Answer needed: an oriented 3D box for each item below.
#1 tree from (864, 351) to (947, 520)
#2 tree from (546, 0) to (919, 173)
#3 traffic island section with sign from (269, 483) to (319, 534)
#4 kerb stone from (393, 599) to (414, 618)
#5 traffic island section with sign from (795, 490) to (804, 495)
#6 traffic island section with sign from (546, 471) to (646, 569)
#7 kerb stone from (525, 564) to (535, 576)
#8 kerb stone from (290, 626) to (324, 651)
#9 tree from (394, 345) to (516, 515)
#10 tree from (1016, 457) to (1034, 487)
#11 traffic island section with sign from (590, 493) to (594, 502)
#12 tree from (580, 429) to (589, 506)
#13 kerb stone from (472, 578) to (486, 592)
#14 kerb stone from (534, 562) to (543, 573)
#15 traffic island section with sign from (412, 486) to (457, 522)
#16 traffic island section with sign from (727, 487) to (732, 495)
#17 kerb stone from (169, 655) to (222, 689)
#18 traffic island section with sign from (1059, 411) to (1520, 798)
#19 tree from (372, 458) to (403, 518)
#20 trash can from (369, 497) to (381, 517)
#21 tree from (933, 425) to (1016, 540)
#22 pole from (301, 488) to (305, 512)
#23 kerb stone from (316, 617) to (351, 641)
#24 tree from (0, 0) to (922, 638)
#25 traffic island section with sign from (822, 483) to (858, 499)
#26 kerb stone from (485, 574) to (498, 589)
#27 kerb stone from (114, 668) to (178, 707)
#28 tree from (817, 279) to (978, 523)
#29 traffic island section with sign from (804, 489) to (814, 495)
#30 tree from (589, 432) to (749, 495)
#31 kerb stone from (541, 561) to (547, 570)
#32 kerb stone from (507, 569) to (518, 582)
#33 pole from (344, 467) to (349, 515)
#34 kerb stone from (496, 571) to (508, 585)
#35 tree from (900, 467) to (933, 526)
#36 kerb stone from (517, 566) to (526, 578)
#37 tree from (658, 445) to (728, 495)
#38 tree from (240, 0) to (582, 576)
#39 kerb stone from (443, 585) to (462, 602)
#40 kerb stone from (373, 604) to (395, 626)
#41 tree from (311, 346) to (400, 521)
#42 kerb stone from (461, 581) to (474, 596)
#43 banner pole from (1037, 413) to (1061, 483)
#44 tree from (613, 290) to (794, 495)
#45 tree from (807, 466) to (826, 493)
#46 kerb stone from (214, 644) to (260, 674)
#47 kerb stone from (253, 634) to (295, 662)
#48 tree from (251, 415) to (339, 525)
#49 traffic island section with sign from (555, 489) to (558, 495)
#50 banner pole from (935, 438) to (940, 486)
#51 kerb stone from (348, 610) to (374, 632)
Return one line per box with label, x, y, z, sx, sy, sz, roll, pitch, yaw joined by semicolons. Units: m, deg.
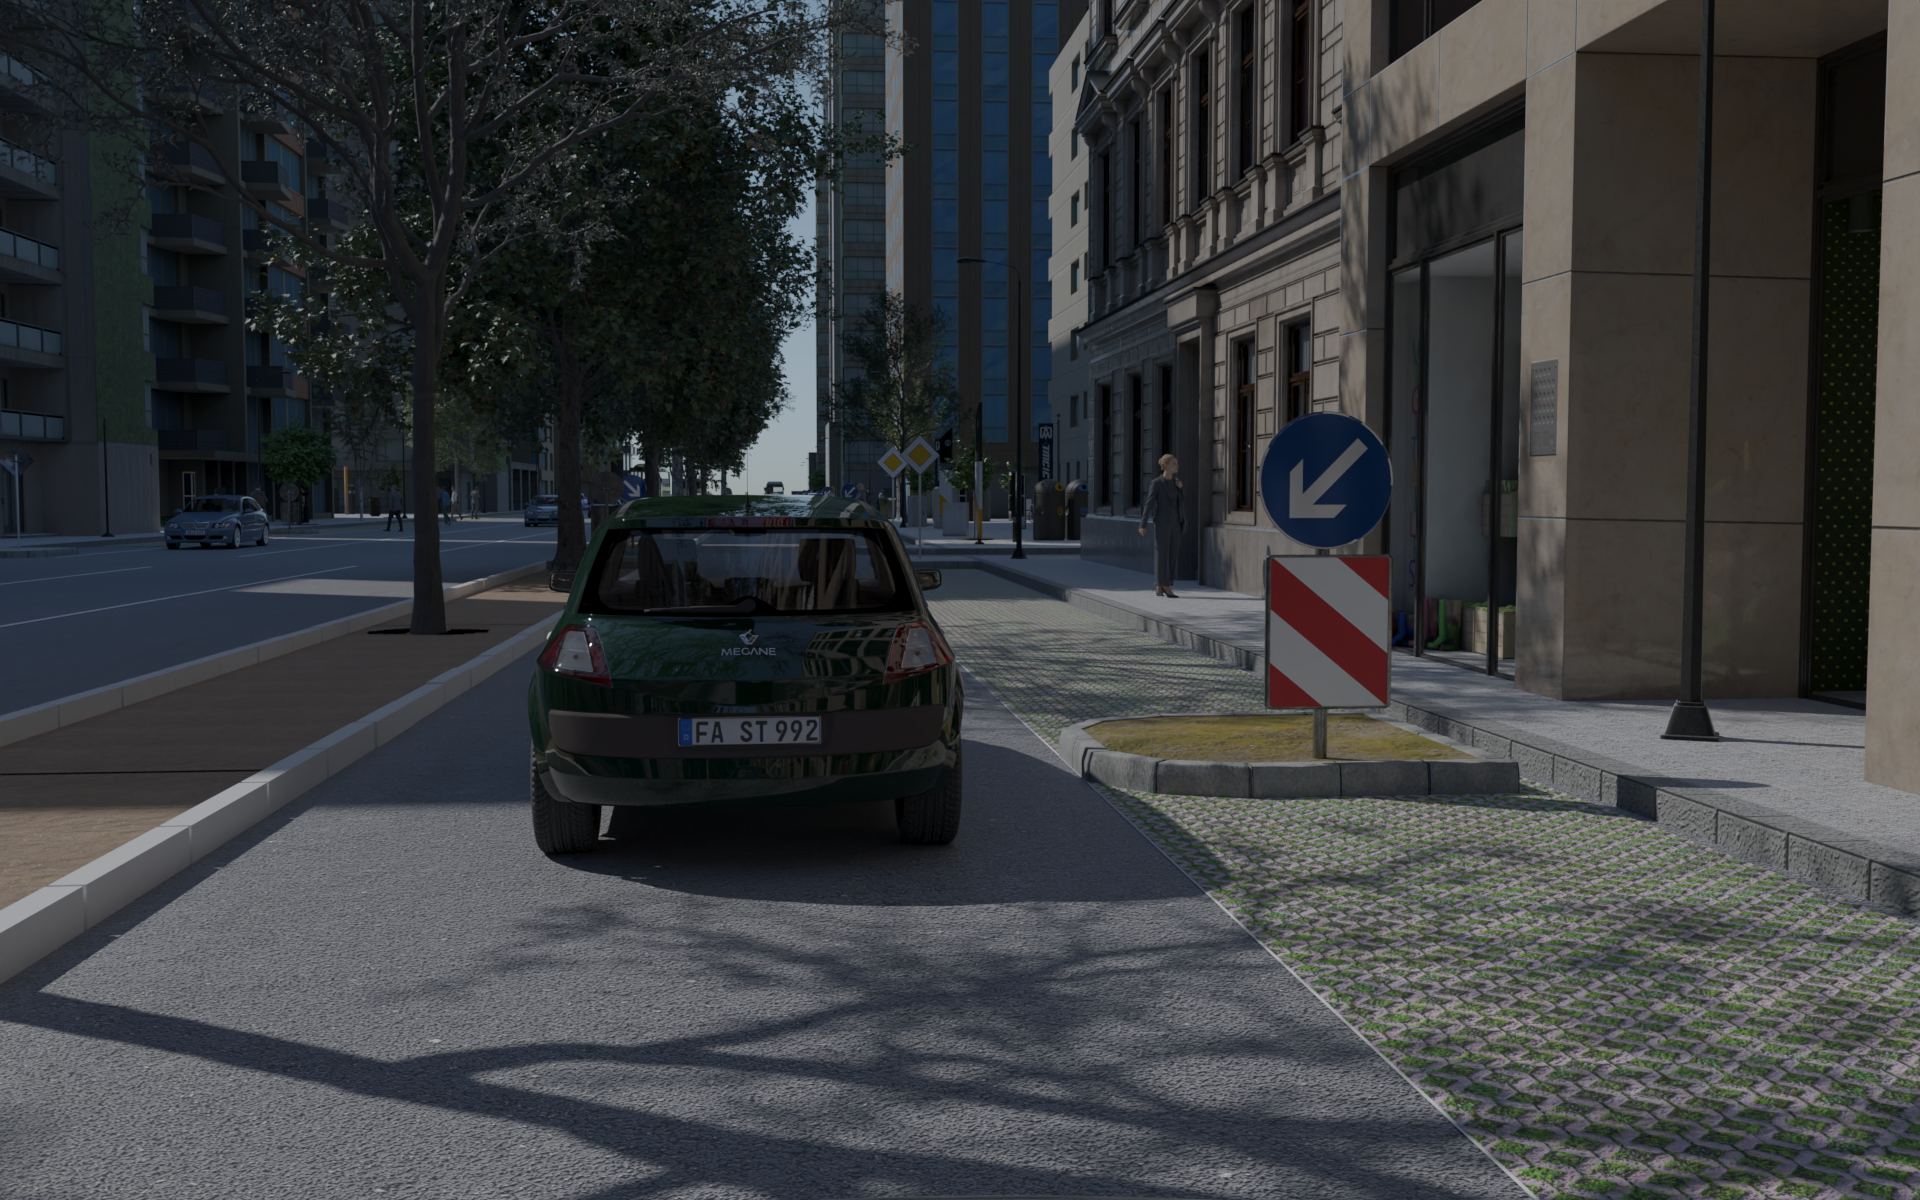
tree;-2.843;-8.242;85.114;4.737;8.622;4.395;0;3;0
tree;-7.994;-12.074;55.763;12.611;20.169;13.585;0;3;0
traffic island section with sign;-24.149;-3.271;62.112;1.989;1.847;2.006;0;4;-6
kerb stone;-6.572;0.121;20.225;0.120;0.150;1.000;0;4;-6
traffic island section with sign;-12.382;-8.131;141.563;1.989;1.847;2.006;0;4;-6
traffic island section with sign;-6.971;-1.573;33.860;2.006;1.907;1.989;0;4;-6
kerb stone;-7.649;-0.504;30.443;0.120;0.150;1.000;0;4;-6
kerb stone;-6.145;0.376;16.142;0.120;0.150;1.000;0;4;-6
tree;-31.592;-11.568;107.257;7.486;12.596;7.792;0;3;0
tree;2.812;-5.682;87.500;1.663;3.219;1.824;0;3;0
traffic island section with sign;-35.126;-9.646;166.336;1.989;1.847;2.006;0;4;-6
tree;-40.742;-16.251;191.456;9.928;11.665;9.643;0;3;0
kerb stone;-7.111;-0.191;25.322;0.120;0.150;1.000;0;4;-6
kerb stone;-7.749;-0.567;31.461;0.120;0.150;1.000;0;4;-6
traffic island section with sign;-26.988;-4.919;89.048;1.989;1.847;2.006;0;4;-6
traffic island section with sign;-15.613;-6.594;115.954;2.006;1.907;1.989;0;4;-6
kerb stone;-5.817;0.557;13.081;0.120;0.150;1.000;0;4;-6
traffic island section with sign;1.572;-0.027;9.070;1.989;1.847;2.006;0;4;-6
tree;-30.338;-6.002;92.735;1.663;3.219;1.824;0;3;0
trash can;-33.443;-5.343;99.009;0.748;1.137;0.748;0;3;0
tree;0.420;-3.294;48.465;1.663;3.219;1.824;0;3;0
pole;-29.588;-5.140;77.876;0.158;3.312;0.155;0;3;0
kerb stone;-6.251;0.307;17.170;0.120;0.150;1.000;0;4;-6
tree;-5.480;-6.398;17.437;12.009;13.543;11.850;0;3;0
traffic island section with sign;-4.198;-3.381;63.911;1.989;1.847;2.006;0;4;-6
kerb stone;-7.213;-0.254;26.351;0.120;0.150;1.000;0;4;-6
kerb stone;-5.703;0.620;12.065;0.120;0.150;1.000;0;4;-6
tree;-2.745;-8.654;75.900;7.601;10.594;8.767;-1;4;-16
traffic island section with sign;-7.046;-5.031;90.892;1.989;1.847;2.006;0;4;-6
tree;-12.891;-9.662;86.180;9.928;11.665;9.643;0;3;0
kerb stone;-7.861;-0.629;32.481;0.120;0.150;1.000;0;4;-6
kerb stone;-7.431;-0.380;28.402;0.120;0.150;1.000;0;4;-6
pole;-37.962;-6.928;107.111;0.158;3.312;0.155;0;3;0
kerb stone;-7.324;-0.317;27.383;0.120;0.150;1.000;0;4;-6
tree;-1.607;-4.631;70.322;1.663;3.219;1.824;0;3;0
kerb stone;-7.546;-0.436;29.419;0.120;0.150;1.000;0;4;-6
tree;-10.856;-7.100;68.907;4.360;8.622;3.978;0;3;0
tree;-6.759;-6.745;29.743;9.611;12.733;9.660;0;3;0
kerb stone;-6.886;-0.066;23.276;0.120;0.150;1.000;0;4;-6
kerb stone;-6.464;0.185;19.209;0.120;0.150;1.000;0;4;-6
tree;-28.168;-8.004;81.229;4.360;8.622;3.978;0;3;0
kerb stone;-7.003;-0.126;24.297;0.120;0.150;1.000;0;4;-6
banner pole;2.823;-3.897;53.728;0.863;3.779;0.401;1;4;11
tree;-11.767;-10.200;75.883;9.857;13.997;8.962;0;3;0
tree;-15.919;-13.230;200.024;4.285;4.588;4.351;0;3;0
kerb stone;-5.929;0.495;14.098;0.120;0.150;1.000;0;4;-6
kerb stone;-6.032;0.433;15.116;0.120;0.150;1.000;0;4;-6
tree;-27.344;-5.362;71.383;4.285;4.588;4.351;0;3;0
traffic island section with sign;-32.297;-8.006;139.529;1.989;1.847;2.006;0;4;-6
banner pole;-0.654;-4.798;68.469;0.863;3.779;0.401;2;4;31
kerb stone;-6.356;0.245;18.187;0.120;0.150;1.000;0;4;-6
